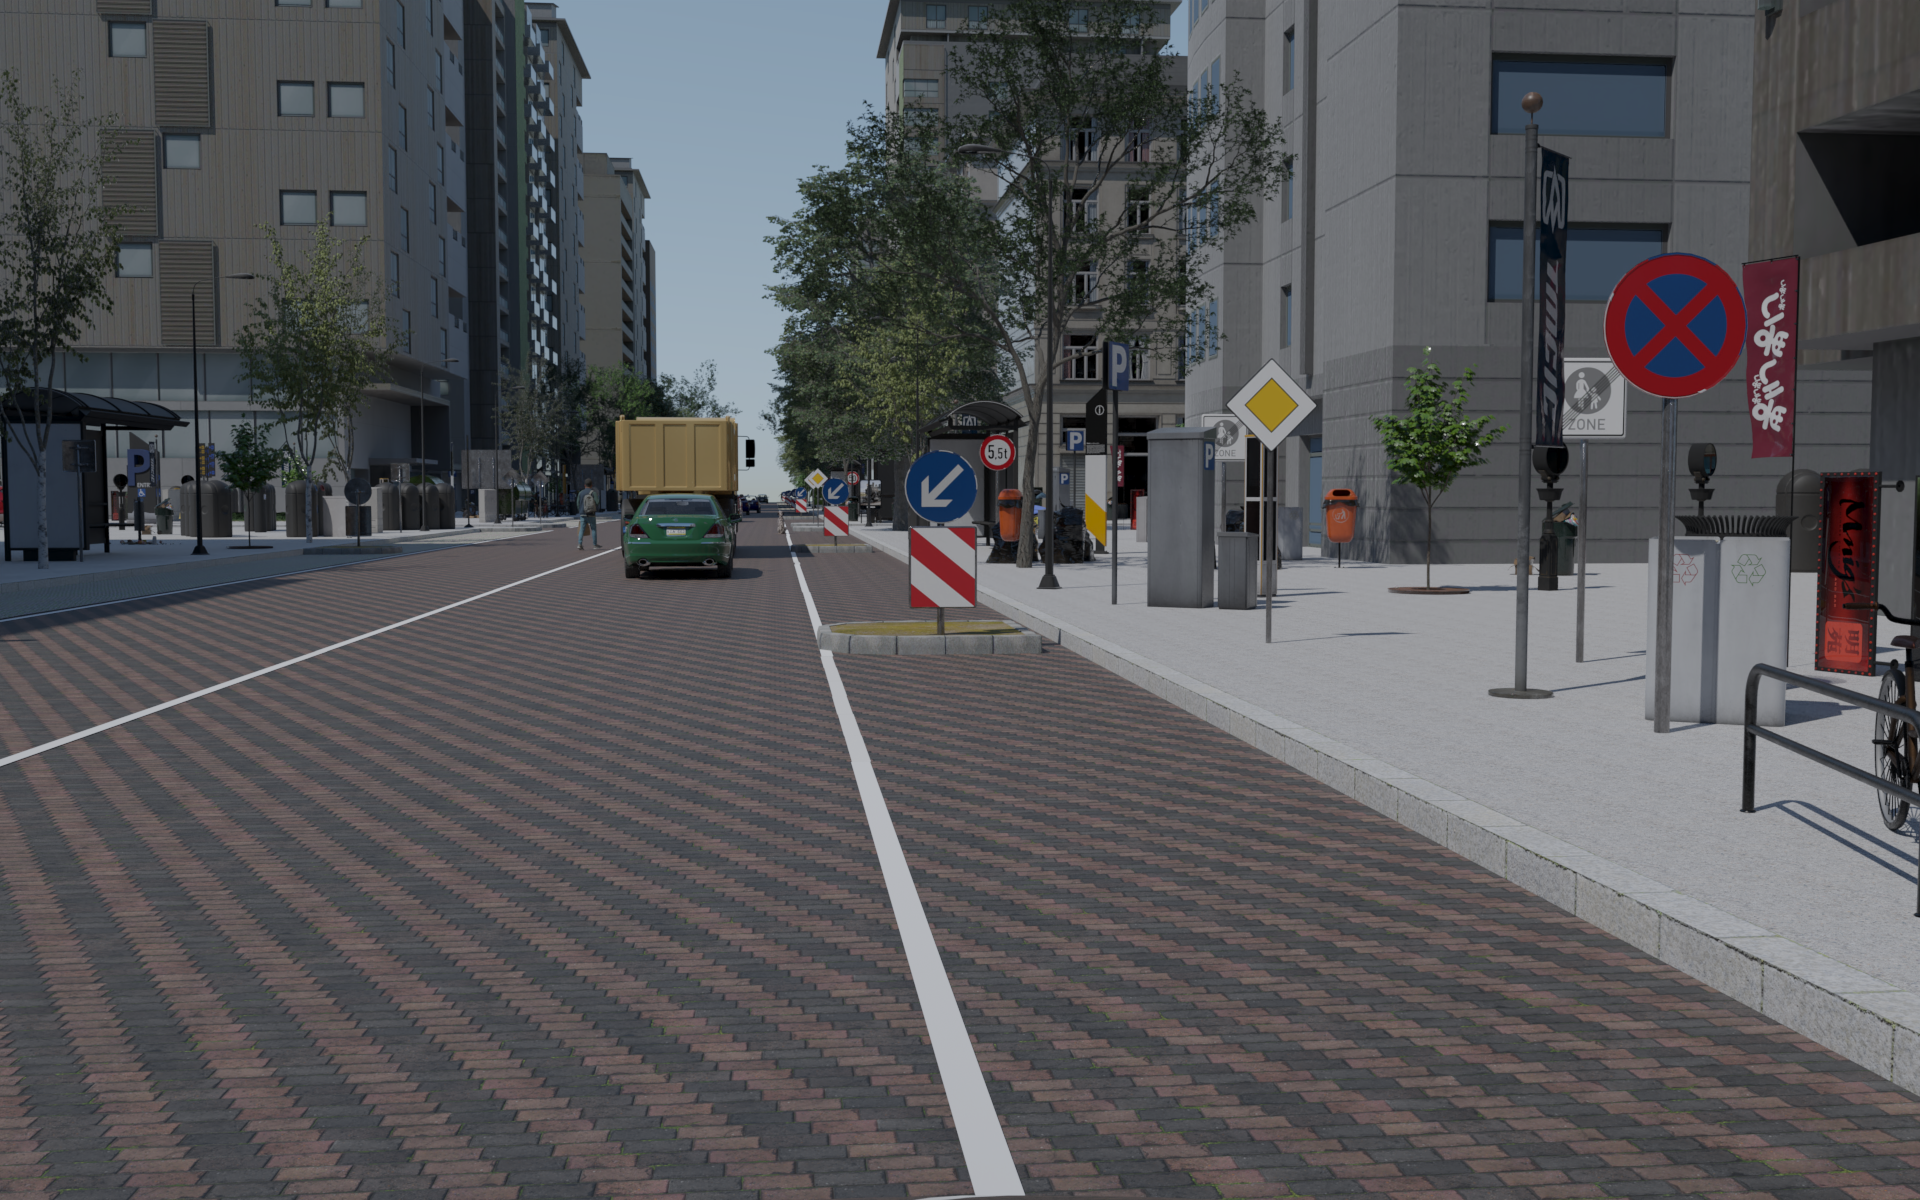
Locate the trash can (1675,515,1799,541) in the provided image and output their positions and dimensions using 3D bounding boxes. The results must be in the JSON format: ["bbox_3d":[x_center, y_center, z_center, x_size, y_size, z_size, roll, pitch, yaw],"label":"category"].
[{"bbox_3d":[5.105,0.014,11.431,0.748,1.137,0.748,0,3,0],"label":"trash can"}]

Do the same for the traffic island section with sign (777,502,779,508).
[{"bbox_3d":[-12.028,-7.135,125.289,1.989,1.847,2.006,0,4,-6],"label":"traffic island section with sign"}]

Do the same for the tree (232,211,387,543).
[{"bbox_3d":[-17.195,-5.822,45.546,4.737,8.622,4.395,0,3,0],"label":"tree"}]

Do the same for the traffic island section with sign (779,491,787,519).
[{"bbox_3d":[-9.157,-5.496,98.486,1.989,1.847,2.006,0,4,-6],"label":"traffic island section with sign"}]

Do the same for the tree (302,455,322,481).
[{"bbox_3d":[-28.679,-4.913,74.932,1.663,3.219,1.824,0,3,0],"label":"tree"}]

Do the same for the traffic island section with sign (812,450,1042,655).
[{"bbox_3d":[-0.352,-0.476,16.410,1.989,1.847,2.006,0,4,-6],"label":"traffic island section with sign"}]

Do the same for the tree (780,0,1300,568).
[{"bbox_3d":[1.165,-5.815,29.487,8.767,10.594,7.601,-1,4,-11],"label":"tree"}]

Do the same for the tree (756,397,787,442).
[{"bbox_3d":[-25.559,-25.373,270.742,12.611,20.169,13.585,0,3,0],"label":"tree"}]

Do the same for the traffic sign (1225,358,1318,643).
[{"bbox_3d":[2.652,-0.835,14.831,0.795,2.450,0.064,0,4,-4],"label":"traffic sign"}]

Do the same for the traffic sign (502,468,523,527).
[{"bbox_3d":[-17.185,-3.845,66.510,0.795,2.450,0.064,0,4,-6],"label":"traffic sign"}]

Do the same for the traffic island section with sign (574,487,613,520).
[{"bbox_3d":[-20.452,-5.387,96.709,1.989,1.847,2.006,0,4,-6],"label":"traffic island section with sign"}]

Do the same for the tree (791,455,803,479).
[{"bbox_3d":[-18.104,-15.946,211.082,4.737,8.622,4.395,0,3,0],"label":"tree"}]

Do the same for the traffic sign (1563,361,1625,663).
[{"bbox_3d":[4.718,-0.672,13.119,0.606,2.300,0.079,0,4,-2],"label":"traffic sign"}]

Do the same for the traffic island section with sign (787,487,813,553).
[{"bbox_3d":[-3.231,-2.115,43.211,1.989,1.847,2.006,0,4,-6],"label":"traffic island section with sign"}]

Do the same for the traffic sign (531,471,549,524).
[{"bbox_3d":[-18.037,-4.331,74.449,0.795,2.450,0.064,0,4,-6],"label":"traffic sign"}]

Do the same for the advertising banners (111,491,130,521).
[{"bbox_3d":[-40.438,-5.303,82.889,0.090,3.025,2.074,1,4,16],"label":"advertising banners"}]

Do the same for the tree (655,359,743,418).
[{"bbox_3d":[-36.836,-23.601,241.766,12.611,20.169,13.585,0,3,0],"label":"tree"}]

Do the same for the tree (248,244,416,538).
[{"bbox_3d":[-18.024,-6.103,50.145,4.360,8.622,3.978,0,3,0],"label":"tree"}]

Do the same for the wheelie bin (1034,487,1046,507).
[{"bbox_3d":[3.404,-4.252,77.435,0.980,1.594,0.693,0,4,5],"label":"wheelie bin"}]

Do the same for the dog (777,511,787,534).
[{"bbox_3d":[-6.508,-2.781,62.312,0.513,0.831,0.800,2,4,27],"label":"dog"}]

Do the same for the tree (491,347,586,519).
[{"bbox_3d":[-21.930,-8.416,87.970,4.360,8.622,3.978,0,3,0],"label":"tree"}]

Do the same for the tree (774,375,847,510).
[{"bbox_3d":[-10.795,-13.355,136.474,7.486,12.596,7.792,0,3,0],"label":"tree"}]

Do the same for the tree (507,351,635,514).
[{"bbox_3d":[-24.956,-10.884,112.363,8.767,10.594,7.601,-1,4,-19],"label":"tree"}]

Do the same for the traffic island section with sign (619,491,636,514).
[{"bbox_3d":[-23.378,-7.058,124.019,1.989,1.847,2.006,0,4,-6],"label":"traffic island section with sign"}]

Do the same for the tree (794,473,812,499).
[{"bbox_3d":[-21.024,-15.525,237.554,4.285,4.588,4.351,0,3,0],"label":"tree"}]

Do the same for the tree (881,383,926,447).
[{"bbox_3d":[-3.300,-9.582,107.028,4.360,8.622,3.978,0,3,0],"label":"tree"}]

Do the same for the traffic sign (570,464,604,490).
[{"bbox_3d":[-25.477,-7.616,118.387,2.265,3.308,0.079,0,4,-1],"label":"traffic sign"}]

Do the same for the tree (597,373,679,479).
[{"bbox_3d":[-29.967,-15.137,164.497,9.611,12.733,9.660,0,3,0],"label":"tree"}]

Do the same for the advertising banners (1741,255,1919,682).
[{"bbox_3d":[6.327,-0.982,12.251,0.090,3.025,2.074,-1,4,-23],"label":"advertising banners"}]

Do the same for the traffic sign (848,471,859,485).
[{"bbox_3d":[-6.038,-5.947,97.346,0.768,2.556,0.104,0,4,2],"label":"traffic sign"}]

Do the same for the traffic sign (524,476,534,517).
[{"bbox_3d":[-23.766,-5.705,95.405,0.606,2.300,0.079,0,4,1],"label":"traffic sign"}]

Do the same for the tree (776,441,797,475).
[{"bbox_3d":[-27.016,-23.441,293.636,12.009,13.543,11.850,0,3,0],"label":"tree"}]

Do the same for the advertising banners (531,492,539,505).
[{"bbox_3d":[-31.513,-7.887,125.135,2.074,3.025,0.090,-1,4,-11],"label":"advertising banners"}]

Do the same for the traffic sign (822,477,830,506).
[{"bbox_3d":[-9.695,-7.686,125.776,0.768,2.556,0.104,0,4,-6],"label":"traffic sign"}]

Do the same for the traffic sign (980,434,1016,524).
[{"bbox_3d":[0.804,-2.258,37.022,0.768,2.556,0.104,0,4,1],"label":"traffic sign"}]

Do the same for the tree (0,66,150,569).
[{"bbox_3d":[-15.975,-4.844,29.570,4.360,8.622,3.978,0,3,0],"label":"tree"}]

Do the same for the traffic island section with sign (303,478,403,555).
[{"bbox_3d":[-14.549,-2.021,41.679,1.989,1.847,2.006,0,4,-6],"label":"traffic island section with sign"}]

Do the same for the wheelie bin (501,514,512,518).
[{"bbox_3d":[-24.689,-5.266,94.013,0.693,1.594,0.980,-1,4,-22],"label":"wheelie bin"}]

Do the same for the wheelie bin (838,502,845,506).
[{"bbox_3d":[-6.419,-5.320,94.896,0.693,1.594,0.980,0,4,-3],"label":"wheelie bin"}]

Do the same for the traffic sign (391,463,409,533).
[{"bbox_3d":[-18.544,-3.380,57.388,0.606,2.300,0.079,0,4,-2],"label":"traffic sign"}]

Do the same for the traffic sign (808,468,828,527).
[{"bbox_3d":[-5.555,-3.920,67.732,0.795,2.450,0.064,0,4,-6],"label":"traffic sign"}]

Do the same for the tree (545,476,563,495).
[{"bbox_3d":[-34.190,-9.334,147.218,1.663,3.219,1.824,0,3,0],"label":"tree"}]

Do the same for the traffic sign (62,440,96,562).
[{"bbox_3d":[-16.611,-1.869,32.683,0.606,2.300,0.079,0,4,-3],"label":"traffic sign"}]

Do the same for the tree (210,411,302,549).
[{"bbox_3d":[-16.860,-2.826,40.811,1.663,3.219,1.824,0,3,0],"label":"tree"}]

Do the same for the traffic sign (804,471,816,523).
[{"bbox_3d":[-6.407,-4.405,75.671,0.795,2.450,0.064,0,4,-6],"label":"traffic sign"}]

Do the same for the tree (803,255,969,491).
[{"bbox_3d":[-1.519,-6.235,52.311,4.737,8.622,4.395,0,3,0],"label":"tree"}]

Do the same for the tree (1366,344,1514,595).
[{"bbox_3d":[6.034,-1.710,22.560,1.663,3.219,1.824,0,3,0],"label":"tree"}]

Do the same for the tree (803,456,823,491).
[{"bbox_3d":[-11.512,-11.897,144.870,4.360,8.622,3.978,0,3,0],"label":"tree"}]

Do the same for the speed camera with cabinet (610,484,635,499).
[{"bbox_3d":[-28.802,-9.386,147.791,2.038,3.252,0.660,0,4,-1],"label":"speed camera with cabinet"}]

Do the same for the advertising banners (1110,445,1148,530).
[{"bbox_3d":[6.354,-4.009,61.735,2.074,3.025,0.090,1,4,15],"label":"advertising banners"}]

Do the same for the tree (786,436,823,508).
[{"bbox_3d":[-12.802,-14.595,164.380,9.928,11.665,9.643,0,3,0],"label":"tree"}]

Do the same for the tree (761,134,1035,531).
[{"bbox_3d":[-2.150,-9.389,60.163,9.857,13.997,8.962,0,3,0],"label":"tree"}]

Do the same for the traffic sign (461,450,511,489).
[{"bbox_3d":[-21.767,-5.245,79.626,2.265,3.308,0.079,0,4,-2],"label":"traffic sign"}]

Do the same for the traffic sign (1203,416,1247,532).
[{"bbox_3d":[3.395,-1.234,22.298,0.606,2.300,0.079,0,4,-6],"label":"traffic sign"}]

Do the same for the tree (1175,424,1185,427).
[{"bbox_3d":[9.360,-4.864,63.238,4.285,4.588,4.351,0,3,0],"label":"tree"}]

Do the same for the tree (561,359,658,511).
[{"bbox_3d":[-26.830,-12.752,134.250,9.928,11.665,9.643,0,3,0],"label":"tree"}]

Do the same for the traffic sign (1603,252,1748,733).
[{"bbox_3d":[3.776,-0.559,9.243,0.768,2.556,0.104,0,4,-1],"label":"traffic sign"}]

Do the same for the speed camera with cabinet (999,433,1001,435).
[{"bbox_3d":[0.317,-3.049,44.180,2.038,3.252,0.660,0,4,-1],"label":"speed camera with cabinet"}]

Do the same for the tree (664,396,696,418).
[{"bbox_3d":[-32.550,-16.468,187.372,7.486,12.596,7.792,0,3,0],"label":"tree"}]
